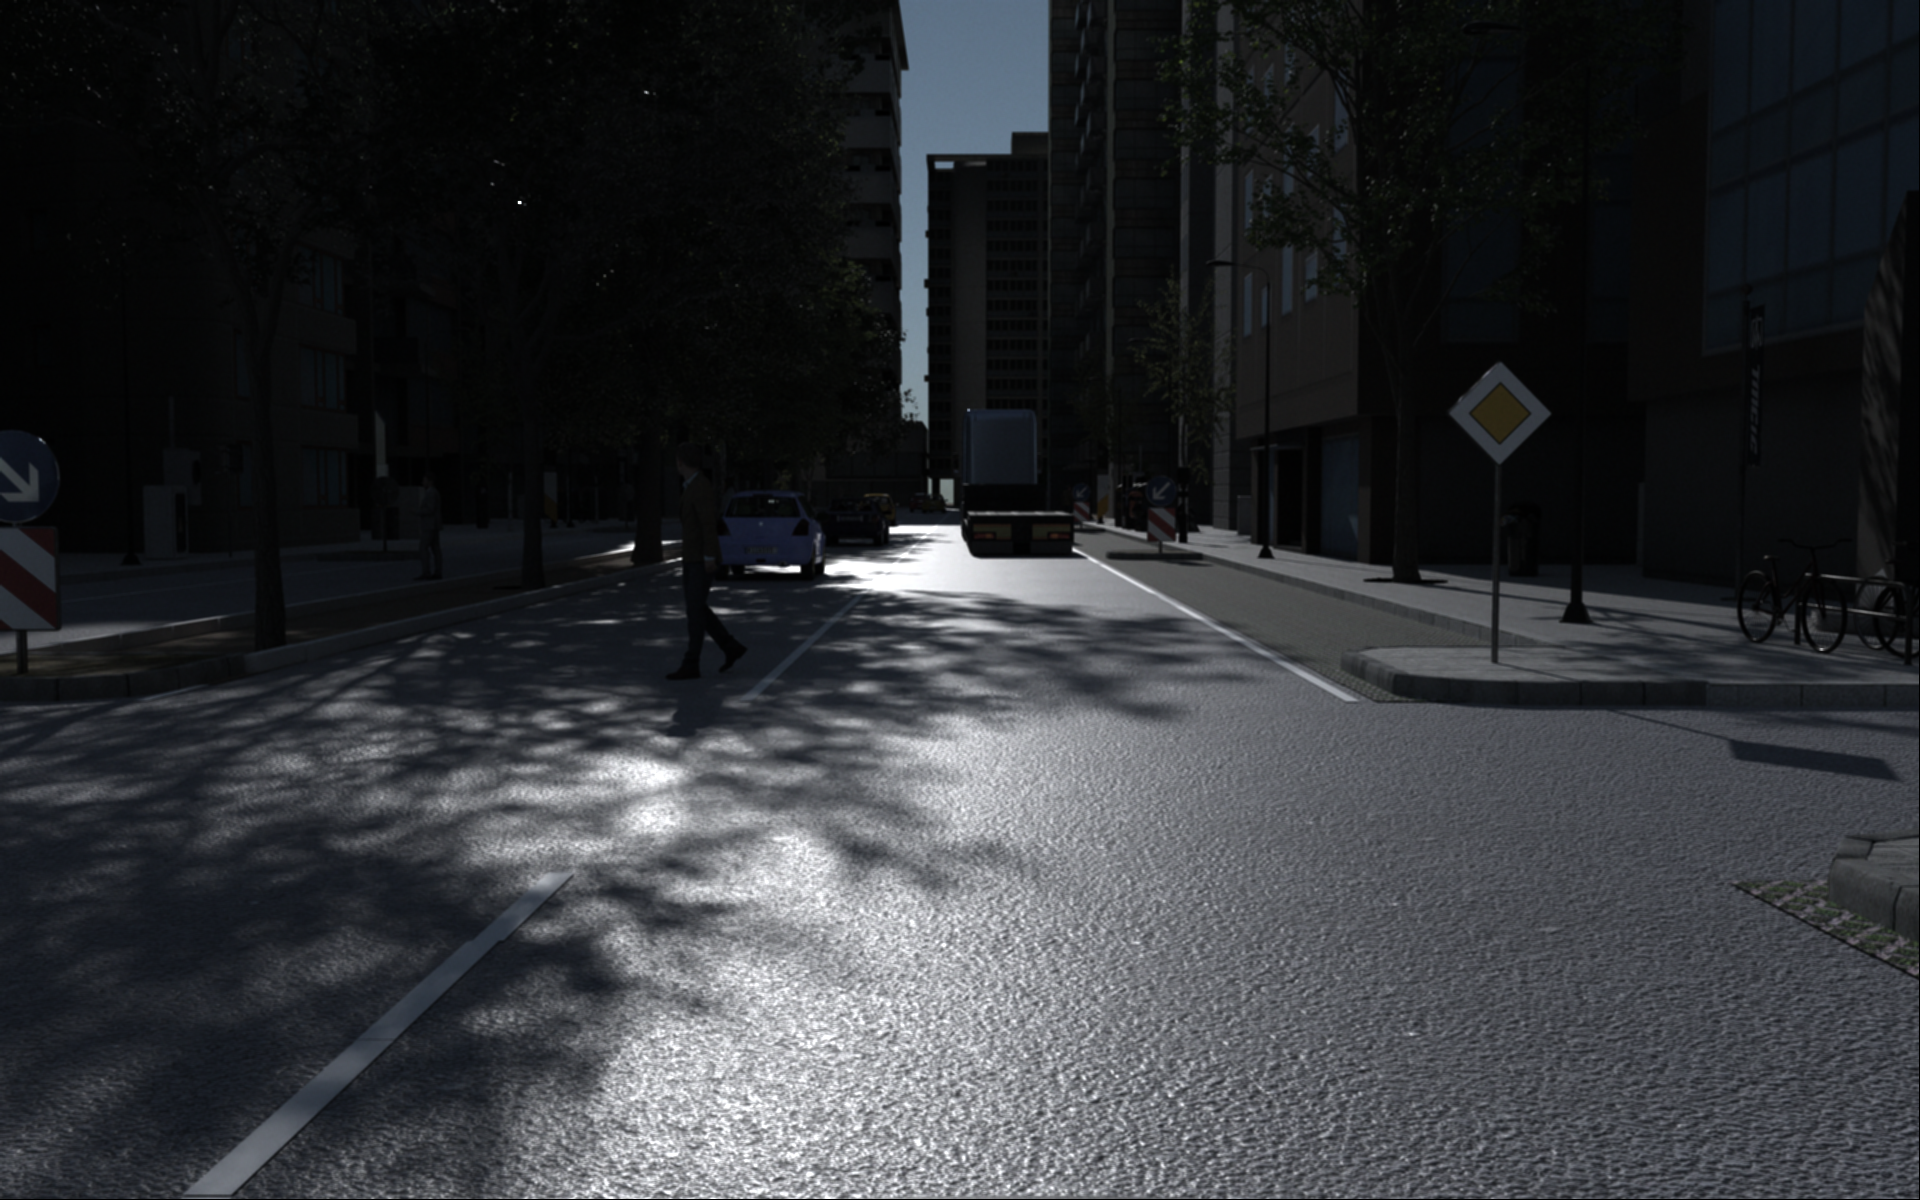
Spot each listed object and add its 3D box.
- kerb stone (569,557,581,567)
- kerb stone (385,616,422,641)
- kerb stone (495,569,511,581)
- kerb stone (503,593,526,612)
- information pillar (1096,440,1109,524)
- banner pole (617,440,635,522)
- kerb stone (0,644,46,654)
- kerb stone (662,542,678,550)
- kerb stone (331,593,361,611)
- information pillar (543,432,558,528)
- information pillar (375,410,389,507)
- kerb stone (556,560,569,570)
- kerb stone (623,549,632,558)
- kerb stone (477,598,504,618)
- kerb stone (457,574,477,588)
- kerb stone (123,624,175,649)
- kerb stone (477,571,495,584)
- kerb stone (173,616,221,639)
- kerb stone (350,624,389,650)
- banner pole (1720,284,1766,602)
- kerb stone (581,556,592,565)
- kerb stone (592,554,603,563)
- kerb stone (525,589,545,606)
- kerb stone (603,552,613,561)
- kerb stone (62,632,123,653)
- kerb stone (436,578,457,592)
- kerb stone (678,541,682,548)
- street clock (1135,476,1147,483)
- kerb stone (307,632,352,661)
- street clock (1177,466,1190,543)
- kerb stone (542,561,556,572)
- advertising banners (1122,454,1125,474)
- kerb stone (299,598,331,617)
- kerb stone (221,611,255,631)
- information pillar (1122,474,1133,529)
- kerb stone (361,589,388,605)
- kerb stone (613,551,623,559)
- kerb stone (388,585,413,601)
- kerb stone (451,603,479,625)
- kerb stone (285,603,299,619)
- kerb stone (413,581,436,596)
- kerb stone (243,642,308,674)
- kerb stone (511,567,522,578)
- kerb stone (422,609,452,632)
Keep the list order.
[{"bbox_3d":[-7.632,-0.707,33.852,0.120,0.150,1.000,0,4,0],"label":"kerb stone"},{"bbox_3d":[-5.633,0.296,17.359,0.120,0.150,1.000,0,4,0],"label":"kerb stone"},{"bbox_3d":[-7.670,-0.397,28.693,0.120,0.150,1.000,0,4,0],"label":"kerb stone"},{"bbox_3d":[-5.605,0.045,21.465,0.120,0.150,1.000,0,4,0],"label":"kerb stone"},{"bbox_3d":[6.133,-5.084,74.484,0.504,3.616,0.183,0,3,0],"label":"information pillar"},{"bbox_3d":[-15.500,-5.520,80.267,0.863,3.779,0.401,0,4,-3],"label":"banner pole"},{"bbox_3d":[-7.752,0.482,14.322,0.120,0.150,1.000,0,4,0],"label":"kerb stone"},{"bbox_3d":[-7.561,-1.402,45.142,0.120,0.150,1.000,0,4,0],"label":"kerb stone"},{"bbox_3d":[-7.709,0.042,21.512,0.120,0.150,1.000,0,4,0],"label":"kerb stone"},{"bbox_3d":[-15.428,-4.522,65.289,0.504,3.616,0.183,-1,4,-14],"label":"information pillar"},{"bbox_3d":[-16.118,-3.484,48.311,0.504,3.616,0.183,3,5,39],"label":"information pillar"},{"bbox_3d":[-7.642,-0.649,32.814,0.120,0.150,1.000,0,4,0],"label":"kerb stone"},{"bbox_3d":[-7.596,-1.027,38.990,0.120,0.150,1.000,0,4,0],"label":"kerb stone"},{"bbox_3d":[-5.608,0.108,20.431,0.120,0.150,1.000,0,4,0],"label":"kerb stone"},{"bbox_3d":[-7.672,-0.272,26.643,0.120,0.150,1.000,0,4,0],"label":"kerb stone"},{"bbox_3d":[-7.738,0.359,16.376,0.120,0.150,1.000,0,4,0],"label":"kerb stone"},{"bbox_3d":[-7.674,-0.331,27.671,0.120,0.150,1.000,0,4,0],"label":"kerb stone"},{"bbox_3d":[-7.735,0.293,17.412,0.120,0.150,1.000,0,4,0],"label":"kerb stone"},{"bbox_3d":[-5.638,0.362,16.337,0.120,0.150,1.000,0,4,0],"label":"kerb stone"},{"bbox_3d":[9.348,-1.865,20.516,0.401,3.779,0.863,0,4,6],"label":"banner pole"},{"bbox_3d":[-7.630,-0.775,34.873,0.120,0.150,1.000,0,4,0],"label":"kerb stone"},{"bbox_3d":[-7.621,-0.839,35.914,0.120,0.150,1.000,0,4,0],"label":"kerb stone"},{"bbox_3d":[-5.604,-0.019,22.498,0.120,0.150,1.000,0,4,0],"label":"kerb stone"},{"bbox_3d":[-7.613,-0.902,36.942,0.120,0.150,1.000,0,4,0],"label":"kerb stone"},{"bbox_3d":[-7.751,0.419,15.350,0.120,0.150,1.000,0,4,0],"label":"kerb stone"},{"bbox_3d":[-7.681,-0.209,25.610,0.120,0.150,1.000,0,4,0],"label":"kerb stone"},{"bbox_3d":[-7.554,-1.466,46.168,0.120,0.150,1.000,0,4,0],"label":"kerb stone"},{"bbox_3d":[7.234,-3.958,69.276,0.358,2.002,0.471,3,5,41],"label":"street clock"},{"bbox_3d":[-5.638,0.425,15.315,0.120,0.150,1.000,0,4,0],"label":"kerb stone"},{"bbox_3d":[5.870,-2.504,45.505,0.358,2.002,0.471,1,4,23],"label":"street clock"},{"bbox_3d":[-7.650,-0.586,31.782,0.120,0.150,1.000,0,4,0],"label":"kerb stone"},{"bbox_3d":[7.402,-4.935,76.876,0.090,3.025,2.074,1,4,18],"label":"advertising banners"},{"bbox_3d":[-7.717,0.104,20.490,0.120,0.150,1.000,0,4,0],"label":"kerb stone"},{"bbox_3d":[-7.722,0.230,18.441,0.120,0.150,1.000,0,4,0],"label":"kerb stone"},{"bbox_3d":[6.196,-3.643,64.055,0.304,2.012,0.304,-2,4,-35],"label":"information pillar"},{"bbox_3d":[-7.700,-0.019,22.534,0.120,0.150,1.000,0,4,0],"label":"kerb stone"},{"bbox_3d":[-7.609,-0.962,37.964,0.120,0.150,1.000,0,4,0],"label":"kerb stone"},{"bbox_3d":[-7.697,-0.083,23.559,0.120,0.150,1.000,0,4,0],"label":"kerb stone"},{"bbox_3d":[-5.624,0.171,19.407,0.120,0.150,1.000,0,4,0],"label":"kerb stone"},{"bbox_3d":[-7.716,0.169,19.466,0.120,0.150,1.000,0,4,0],"label":"kerb stone"},{"bbox_3d":[-7.691,-0.146,24.581,0.120,0.150,1.000,0,4,0],"label":"kerb stone"},{"bbox_3d":[-5.656,0.483,14.293,0.120,0.150,1.000,0,4,0],"label":"kerb stone"},{"bbox_3d":[-7.658,-0.461,29.727,0.120,0.150,1.000,0,4,0],"label":"kerb stone"},{"bbox_3d":[-5.626,0.233,18.382,0.120,0.150,1.000,0,4,0],"label":"kerb stone"}]
